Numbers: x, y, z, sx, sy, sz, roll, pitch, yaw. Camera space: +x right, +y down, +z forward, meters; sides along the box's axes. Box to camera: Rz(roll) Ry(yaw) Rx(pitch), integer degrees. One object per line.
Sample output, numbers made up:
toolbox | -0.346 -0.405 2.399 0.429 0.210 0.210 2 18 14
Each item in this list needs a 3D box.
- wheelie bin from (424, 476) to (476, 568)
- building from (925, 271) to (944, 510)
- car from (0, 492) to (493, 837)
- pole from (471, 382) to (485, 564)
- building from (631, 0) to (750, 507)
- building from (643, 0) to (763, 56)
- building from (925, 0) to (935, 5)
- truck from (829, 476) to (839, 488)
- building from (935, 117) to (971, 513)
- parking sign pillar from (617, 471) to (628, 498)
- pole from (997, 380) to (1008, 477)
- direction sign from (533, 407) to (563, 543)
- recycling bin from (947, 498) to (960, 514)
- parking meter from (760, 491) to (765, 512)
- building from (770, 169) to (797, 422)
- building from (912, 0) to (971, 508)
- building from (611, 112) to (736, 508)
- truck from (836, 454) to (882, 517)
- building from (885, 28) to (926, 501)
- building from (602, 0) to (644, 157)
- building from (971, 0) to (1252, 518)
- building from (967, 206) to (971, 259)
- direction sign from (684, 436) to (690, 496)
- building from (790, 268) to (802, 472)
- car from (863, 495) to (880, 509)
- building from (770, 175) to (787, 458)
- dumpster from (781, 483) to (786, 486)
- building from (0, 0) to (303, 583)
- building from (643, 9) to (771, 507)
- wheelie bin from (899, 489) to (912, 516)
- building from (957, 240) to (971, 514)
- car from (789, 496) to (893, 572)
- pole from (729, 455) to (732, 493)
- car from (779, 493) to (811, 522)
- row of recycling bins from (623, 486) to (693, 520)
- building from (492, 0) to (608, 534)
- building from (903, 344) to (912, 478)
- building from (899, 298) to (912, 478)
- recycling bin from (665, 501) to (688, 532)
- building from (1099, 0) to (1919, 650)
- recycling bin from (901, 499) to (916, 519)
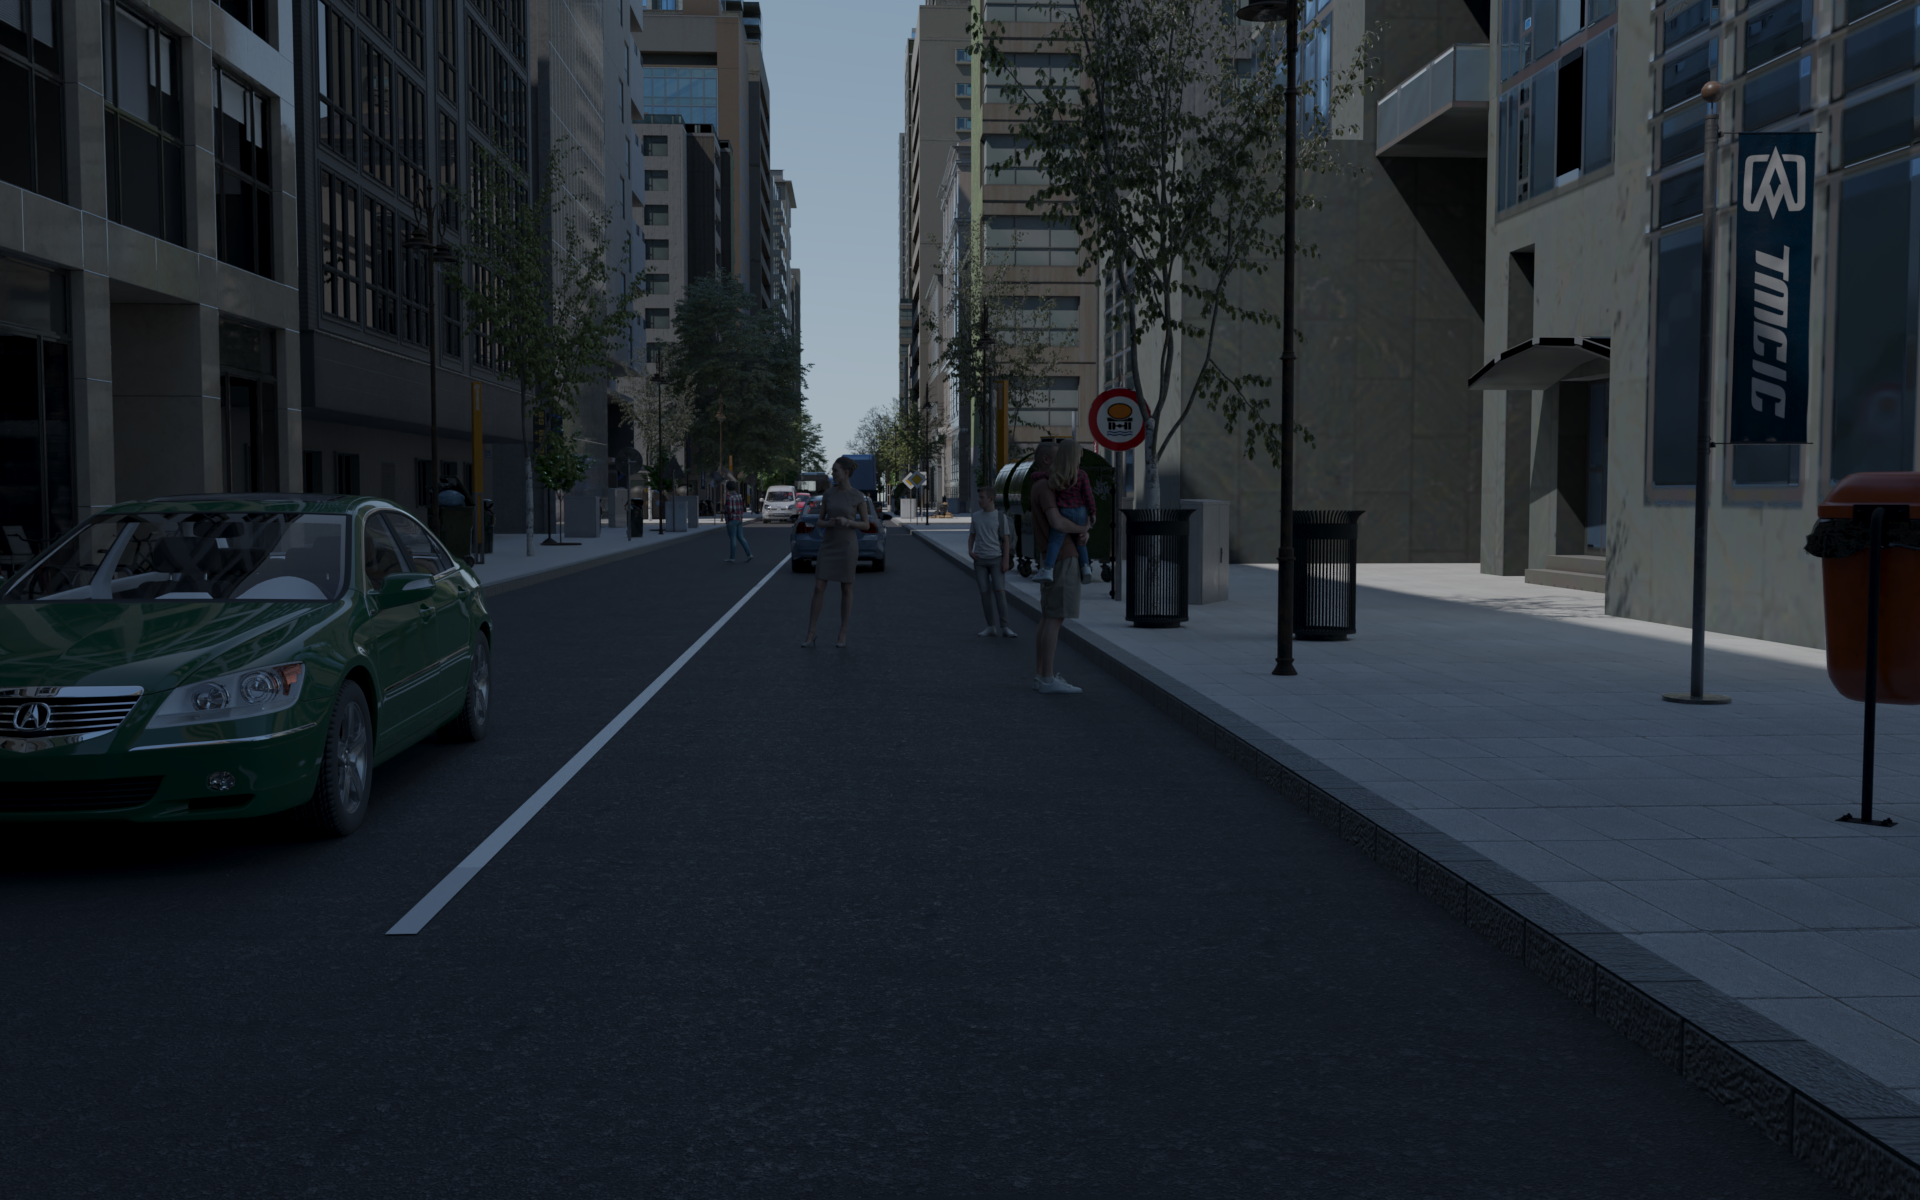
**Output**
wheelie bin | -8.731 -1.331 29.670 0.693 1.594 0.980 -3 5 -42
building | 2.297 -18.124 145.476 9.793 20.994 18.267 0 4 -4
car | -3.575 0.191 8.676 2.131 1.459 4.920 0 4 -5
pole | -8.797 -2.309 31.588 0.158 3.312 0.155 0 3 0
building | -26.831 -31.216 160.493 14.600 45.320 14.200 0 4 -4
building | -32.949 -54.485 203.497 22.319 86.520 31.000 0 4 -4
building | 4.664 -45.841 187.749 20.563 71.187 20.611 0 4 -4
truck | -19.835 -17.123 269.718 2.967 4.110 18.799 0 4 -4
building | 5.446 -20.816 126.241 13.634 28.700 20.117 0 4 -4
parking sign pillar | -23.514 -8.000 119.270 1.447 3.967 1.447 0 4 6
pole | 0.764 -2.281 31.132 0.158 3.312 0.155 0 3 0
direction sign | -10.778 -3.265 45.381 0.379 3.537 0.876 3 5 44
recycling bin | -0.418 -6.120 112.611 0.722 1.027 0.722 1 4 10
parking meter | -14.214 -7.121 124.836 0.372 1.533 0.369 0 3 0
building | -41.294 -42.424 282.871 28.713 52.752 27.495 0 4 -4
building | 6.348 -33.256 167.438 21.300 48.544 21.600 0 4 -4
building | -24.986 -22.210 134.831 14.160 30.474 14.107 0 4 -4
truck | -6.472 -7.437 111.349 2.967 4.110 18.799 0 4 -4
building | -1.557 -60.228 297.406 22.319 86.520 31.000 0 4 -4
building | -32.508 -31.047 96.858 28.713 52.752 27.495 0 4 -4
building | 7.286 -23.088 61.083 14.154 41.232 14.086 0 4 -4
building | 12.749 -15.142 89.367 24.055 21.916 13.314 0 4 -4
direction sign | -10.626 -4.620 67.526 0.379 3.537 0.876 -1 4 -23
building | -35.168 -37.985 304.651 14.154 41.232 14.086 0 4 -4
car | -3.750 -2.830 58.061 2.131 1.459 4.920 0 4 -3
building | -36.902 -38.810 254.152 23.786 49.044 30.456 0 4 -4
dumpster | -15.108 -8.737 145.339 1.502 2.255 1.985 0 4 -3
building | -19.522 -12.611 10.705 19.350 26.468 34.151 0 4 -4
building | -30.659 -33.927 178.404 21.300 48.544 21.600 0 4 -4
wheelie bin | -3.074 -5.538 98.450 0.693 1.594 0.980 -1 4 -19
building | 5.654 -14.815 106.845 10.561 19.102 19.286 0 4 -4
car | -2.301 -1.304 33.318 2.014 1.417 4.499 0 4 -2
pole | -12.099 -5.969 91.435 0.158 3.312 0.155 0 3 0
car | -8.466 -4.972 90.325 2.155 1.783 4.494 0 4 -2
row of recycling bins | -15.124 -4.932 87.750 3.534 1.692 1.069 -3 5 -43
building | -23.271 -14.818 60.305 19.932 24.808 12.078 0 4 -4
building | 7.187 -22.577 214.175 27.650 21.520 28.899 0 4 -4
building | -2.010 -29.573 255.220 14.160 30.474 14.107 0 4 -4
recycling bin | -9.615 -2.825 58.749 0.722 1.027 0.722 0 4 -6
building | 15.461 -43.553 24.772 22.319 86.520 31.000 0 4 -4
recycling bin | -2.686 -4.758 90.349 0.722 1.027 0.722 0 4 6
